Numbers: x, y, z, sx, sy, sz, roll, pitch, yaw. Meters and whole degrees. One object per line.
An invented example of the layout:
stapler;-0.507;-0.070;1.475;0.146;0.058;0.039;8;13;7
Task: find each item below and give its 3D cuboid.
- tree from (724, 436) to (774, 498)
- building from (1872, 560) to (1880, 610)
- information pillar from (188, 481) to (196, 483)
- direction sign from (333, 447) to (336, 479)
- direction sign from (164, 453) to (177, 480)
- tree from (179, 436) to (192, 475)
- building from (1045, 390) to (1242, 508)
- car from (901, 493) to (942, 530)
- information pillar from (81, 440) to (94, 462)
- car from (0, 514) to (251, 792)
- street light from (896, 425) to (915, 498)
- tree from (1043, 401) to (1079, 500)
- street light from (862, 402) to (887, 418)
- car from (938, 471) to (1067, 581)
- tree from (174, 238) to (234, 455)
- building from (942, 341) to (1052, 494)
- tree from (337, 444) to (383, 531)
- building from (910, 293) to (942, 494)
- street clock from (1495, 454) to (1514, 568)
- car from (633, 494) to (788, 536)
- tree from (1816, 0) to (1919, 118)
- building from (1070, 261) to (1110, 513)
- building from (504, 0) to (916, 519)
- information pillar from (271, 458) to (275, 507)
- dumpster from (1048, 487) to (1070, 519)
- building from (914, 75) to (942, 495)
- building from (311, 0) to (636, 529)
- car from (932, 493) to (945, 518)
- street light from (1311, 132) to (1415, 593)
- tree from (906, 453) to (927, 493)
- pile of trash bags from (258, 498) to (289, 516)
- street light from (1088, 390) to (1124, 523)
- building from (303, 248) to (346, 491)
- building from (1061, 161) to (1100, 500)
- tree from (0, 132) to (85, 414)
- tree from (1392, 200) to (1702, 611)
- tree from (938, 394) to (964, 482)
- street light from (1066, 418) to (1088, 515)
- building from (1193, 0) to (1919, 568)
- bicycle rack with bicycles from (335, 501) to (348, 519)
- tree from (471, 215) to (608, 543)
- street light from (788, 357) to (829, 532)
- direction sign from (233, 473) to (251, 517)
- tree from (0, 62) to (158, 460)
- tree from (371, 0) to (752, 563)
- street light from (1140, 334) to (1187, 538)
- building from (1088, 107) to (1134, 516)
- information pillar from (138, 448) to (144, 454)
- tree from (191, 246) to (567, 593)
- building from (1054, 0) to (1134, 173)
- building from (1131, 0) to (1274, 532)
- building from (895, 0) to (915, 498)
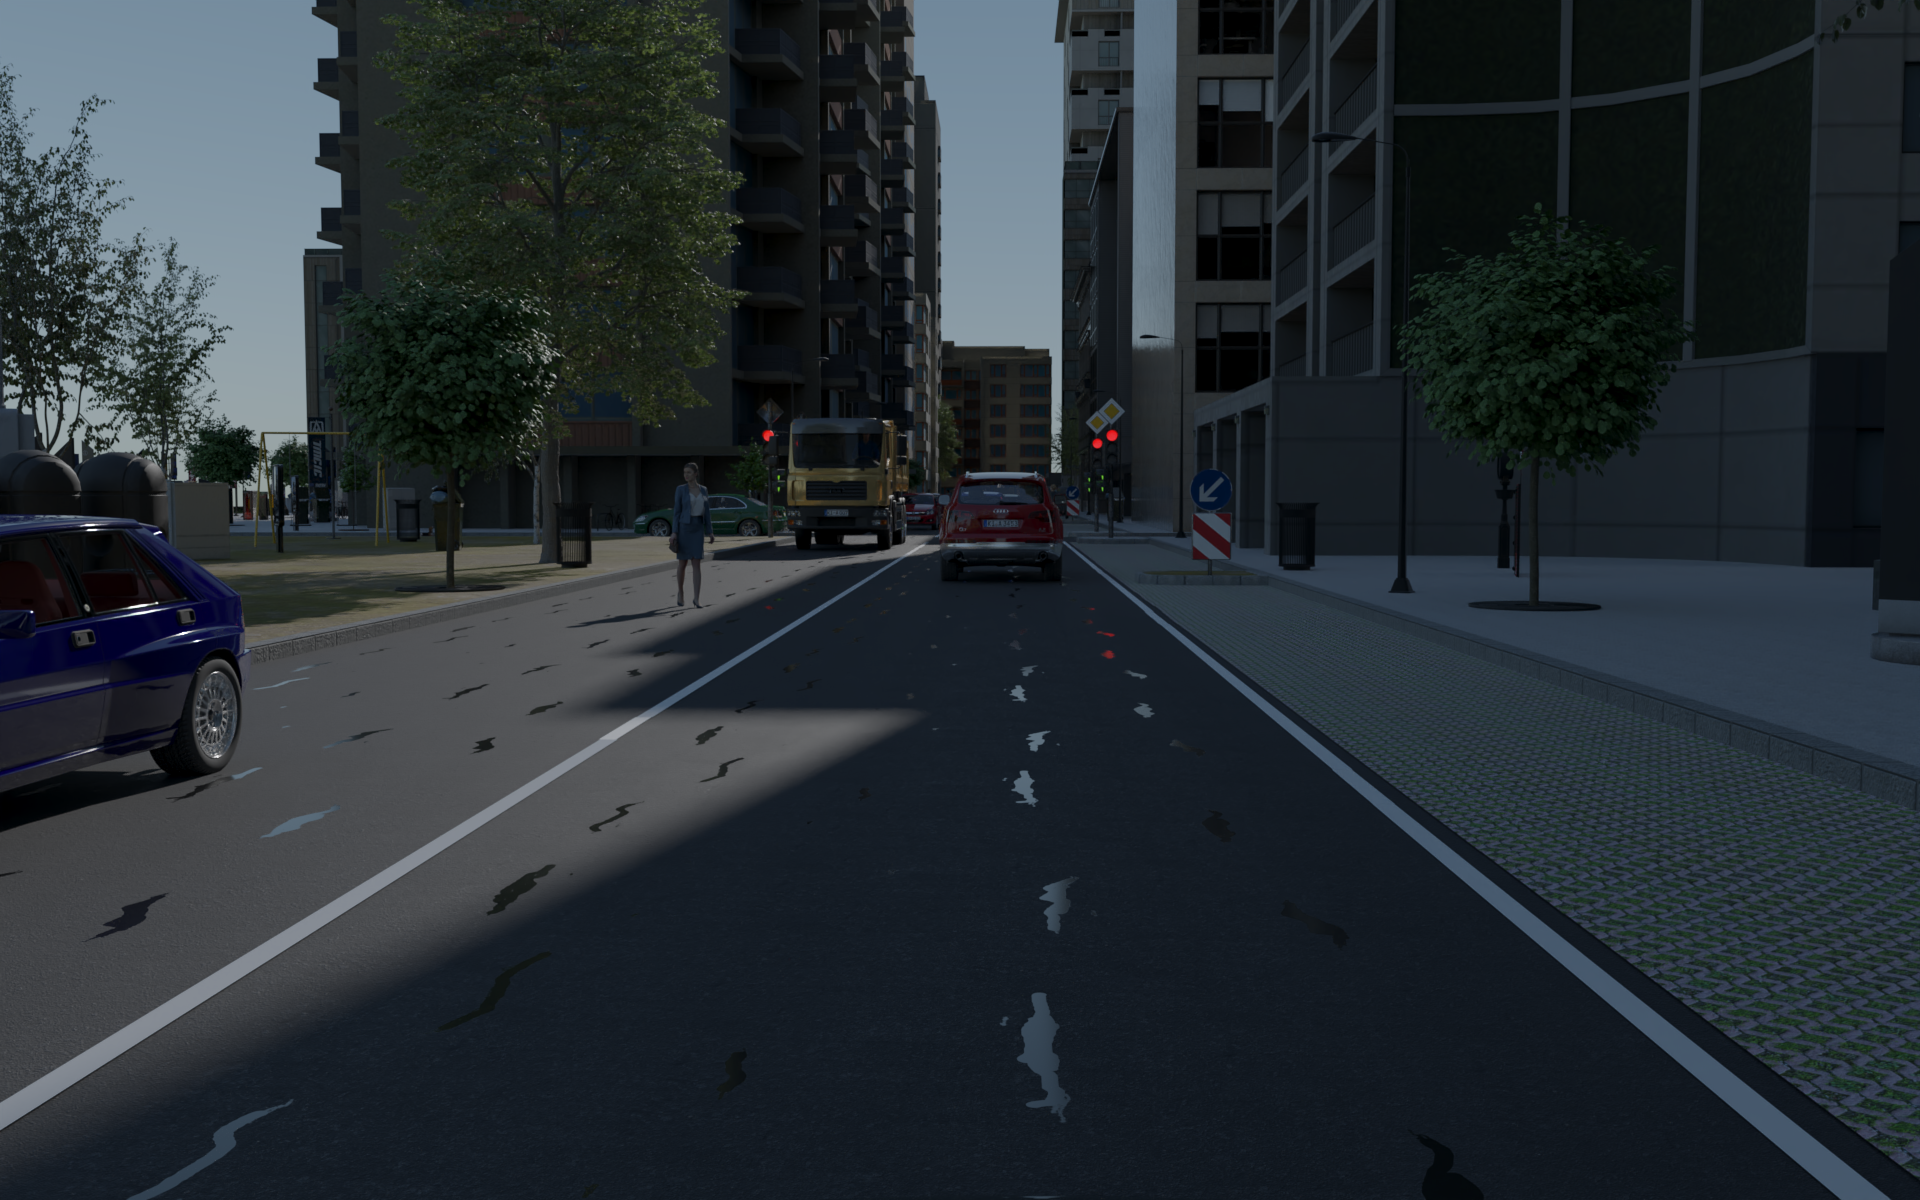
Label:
tree;-6.887;-3.865;57.802;1.663;3.219;1.824;0;3;0
building;19.454;-28.391;6.186;21.231;58.520;28.212;0;4;1
information pillar;-44.568;-5.878;100.594;0.304;2.012;0.304;1;4;20
direction sign;-29.994;-5.565;82.980;0.379;3.537;0.876;0;4;-7
direction sign;-43.518;-6.321;95.352;0.379;3.537;0.876;3;4;36
tree;-29.638;-5.271;69.900;4.285;4.588;4.351;0;3;0
building;20.335;-46.461;197.894;20.563;71.187;20.611;0;4;1
car;-1.713;-3.754;70.423;2.155;1.783;4.494;0;4;3
information pillar;-37.780;-5.120;75.066;0.504;3.616;0.183;0;4;-6
car;-4.729;0.303;7.632;1.945;1.354;3.894;0;4;3
street light;-3.702;-8.799;116.407;1.470;5.913;1.316;0;4;1
tree;9.811;-11.710;141.823;4.737;8.622;4.395;0;3;0
street light;-4.418;-7.057;87.923;1.470;5.913;1.316;0;4;1
car;0.726;-1.308;30.062;2.281;1.827;5.304;0;4;2
tree;-22.786;-6.017;48.746;4.737;8.622;4.395;0;3;0
building;-2.558;-23.633;231.430;28.899;21.520;27.650;0;4;1
tree;-21.172;-4.015;60.239;1.663;3.219;1.824;0;3;0
building;-16.348;-19.497;163.808;27.650;21.520;28.899;0;4;1
street clock;9.400;-1.549;29.896;0.358;2.002;0.471;1;4;10
car;-7.822;-2.608;54.434;4.920;1.459;2.131;0;4;3
tree;6.130;-3.533;8.133;4.360;8.622;3.978;0;3;0
building;13.503;-15.861;123.951;10.561;19.102;19.286;0;4;1
building;-14.334;-28.032;112.943;22.147;44.769;28.867;0;4;1
information pillar;-38.019;-6.416;96.261;0.504;3.616;0.183;1;4;12
dumpster;5.403;-5.575;99.366;1.865;1.857;1.264;0;4;3
building;-13.083;-35.148;198.371;21.600;48.544;21.300;0;4;1
building;-15.074;-25.738;75.437;22.147;44.769;28.867;0;4;1
car;-1.815;-5.806;103.965;2.155;1.783;4.494;0;4;1
street light;5.209;-3.048;22.383;1.470;5.913;1.316;0;4;1
tree;-4.182;-9.115;132.742;4.285;4.588;4.351;0;3;0
pile of trash bags;-40.808;-5.754;103.829;3.447;1.369;1.912;-3;4;-39
street light;6.610;-6.404;77.241;1.470;5.913;1.316;0;4;1
building;-67.740;-26.471;204.507;14.107;30.474;14.160;0;4;1
building;15.930;-23.307;152.778;14.160;30.474;14.107;0;4;1
tree;-19.691;-5.235;35.957;4.737;8.622;4.395;0;3;0
tree;6.587;-2.189;19.509;4.285;4.588;4.351;0;3;0
tree;-3.273;-16.238;183.618;7.486;12.596;7.792;0;3;0
street light;7.312;-8.127;105.409;1.470;5.913;1.316;0;4;1
building;16.786;-36.696;38.230;20.563;71.187;20.611;0;4;1
bicycle rack with bicycles;-31.009;-4.609;88.734;2.852;0.926;2.925;1;4;16
tree;-11.100;-5.790;45.029;4.360;8.622;3.978;0;3;0
street light;-5.155;-5.290;59.040;1.470;5.913;1.316;0;4;1
direction sign;-39.365;-6.306;95.102;0.876;3.537;0.379;-3;5;-42
tree;-15.599;-4.836;29.431;4.360;8.622;3.978;0;3;0
tree;-7.391;-6.986;32.353;7.486;12.596;7.792;0;3;0
street light;5.928;-4.771;50.551;1.470;5.913;1.316;0;4;1
building;15.151;-17.128;99.104;14.314;24.678;30.058;0;4;1
information pillar;-41.841;-5.938;88.448;0.183;3.616;0.504;2;4;32
tree;-6.868;-2.406;23.050;4.285;4.588;4.351;0;3;0
building;24.126;-35.726;173.363;28.713;52.752;27.495;0;4;1
building;24.391;-16.023;66.495;34.151;26.468;19.350;0;4;1
building;-11.002;-30.037;141.222;14.600;45.320;14.200;0;4;1
